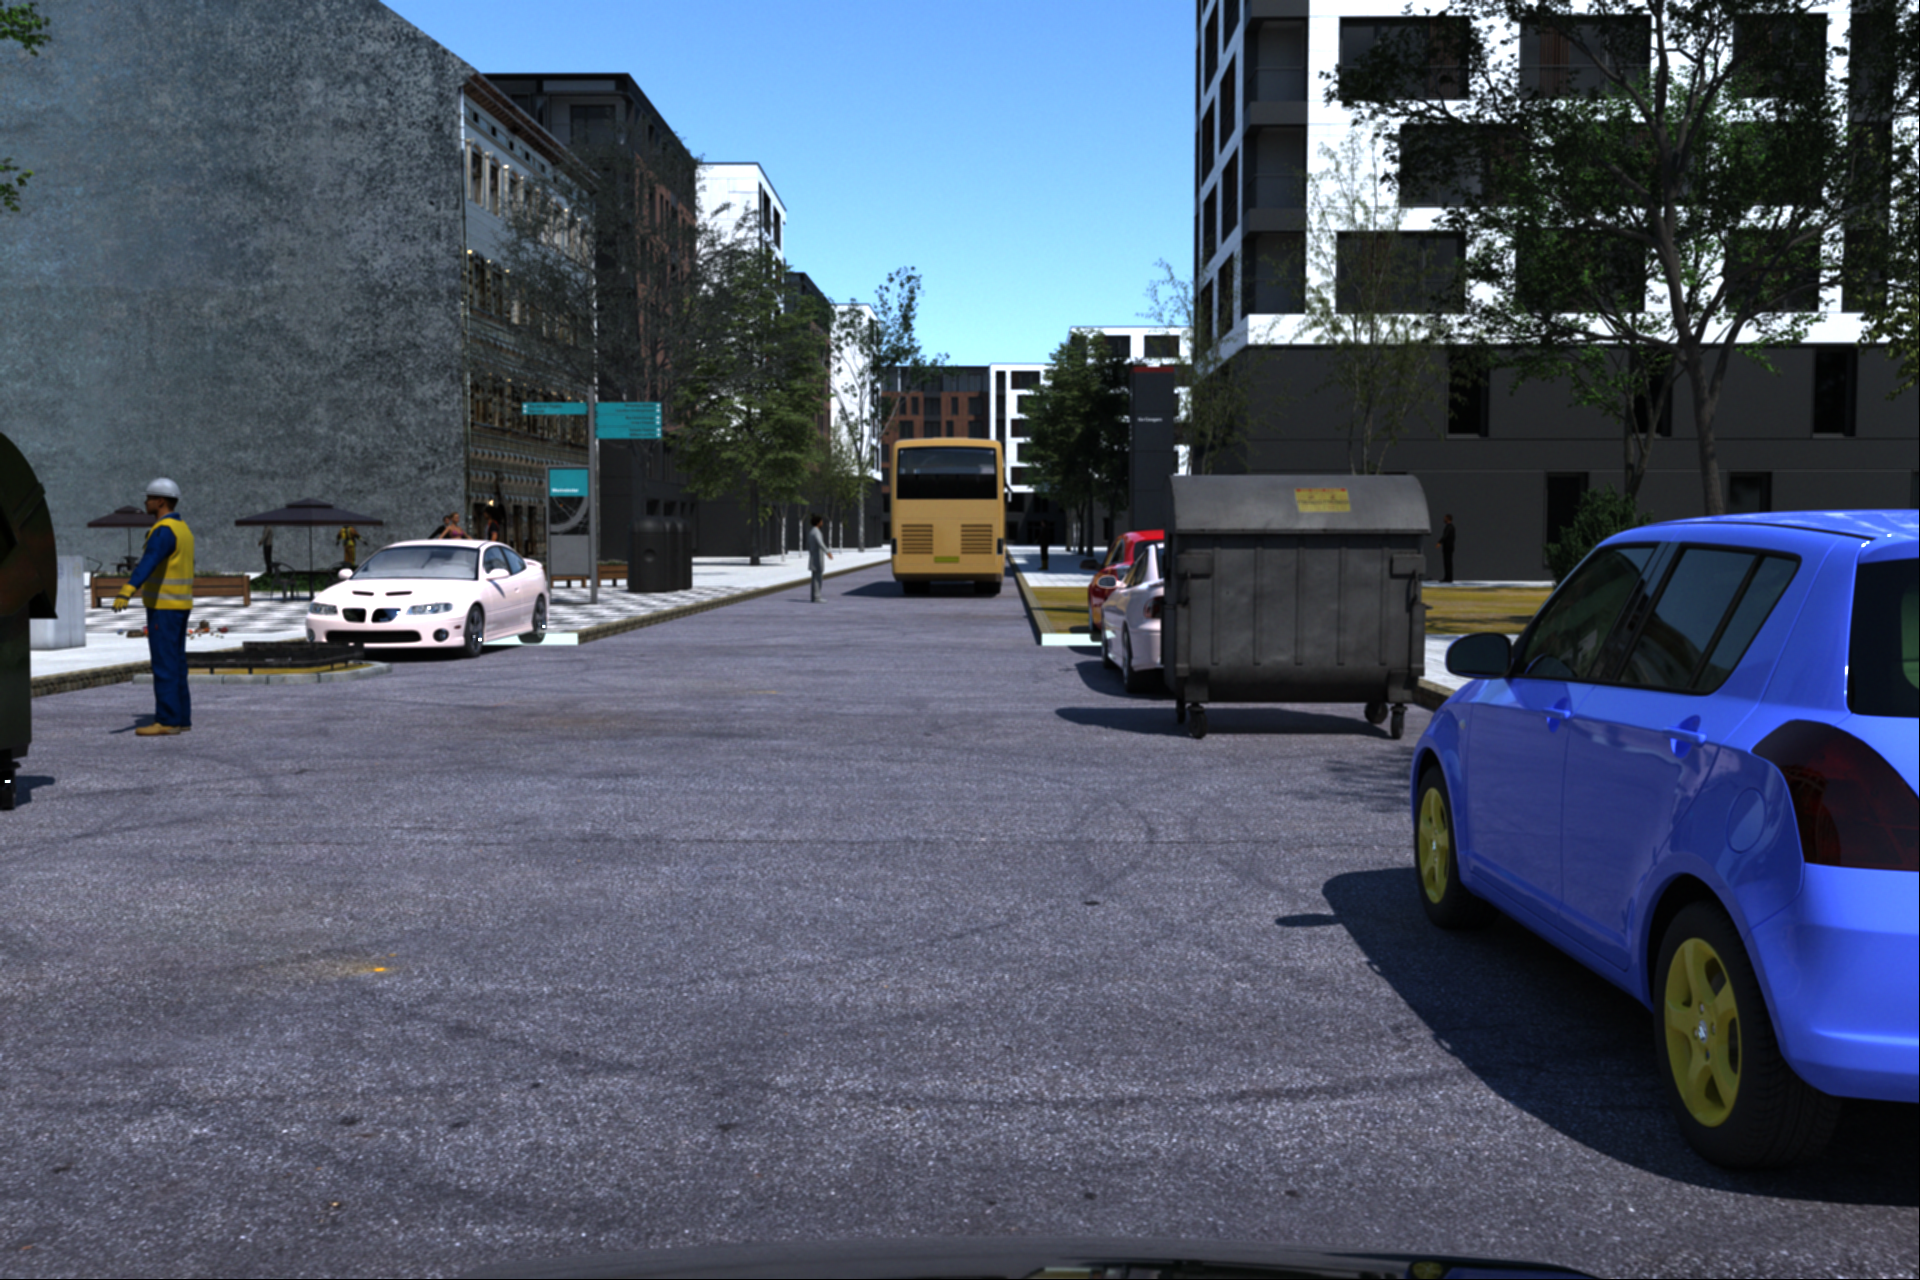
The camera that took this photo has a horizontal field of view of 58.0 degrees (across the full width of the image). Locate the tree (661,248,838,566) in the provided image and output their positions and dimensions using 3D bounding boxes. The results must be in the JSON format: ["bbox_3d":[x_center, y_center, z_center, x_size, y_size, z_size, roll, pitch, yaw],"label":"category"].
[{"bbox_3d":[-8.463,-9.228,69.000,7.486,12.596,7.792,0,3,0],"label":"tree"}]

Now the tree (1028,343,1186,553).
[{"bbox_3d":[7.332,-9.239,85.465,8.767,10.594,7.601,1,4,12],"label":"tree"}]

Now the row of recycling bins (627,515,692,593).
[{"bbox_3d":[-6.732,-1.963,39.213,1.069,1.692,3.534,0,4,3],"label":"row of recycling bins"}]

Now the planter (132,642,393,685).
[{"bbox_3d":[-6.880,0.225,17.465,1.991,0.319,1.994,0,4,2],"label":"planter"}]

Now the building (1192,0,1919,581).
[{"bbox_3d":[22.134,-13.364,62.484,27.936,21.610,32.646,0,4,2],"label":"building"}]

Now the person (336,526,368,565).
[{"bbox_3d":[-19.834,-3.092,56.325,1.354,1.858,0.705,2,4,27],"label":"person"}]

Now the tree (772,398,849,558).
[{"bbox_3d":[-8.723,-8.679,92.257,4.360,8.622,3.978,0,3,0],"label":"tree"}]

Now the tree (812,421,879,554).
[{"bbox_3d":[-7.357,-9.779,110.250,4.737,8.622,4.395,0,3,0],"label":"tree"}]

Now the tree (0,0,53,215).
[{"bbox_3d":[-13.022,-5.556,16.596,9.928,11.665,9.643,0,3,0],"label":"tree"}]

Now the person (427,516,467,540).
[{"bbox_3d":[-14.720,-2.664,49.742,1.347,1.806,0.705,-1,4,-23],"label":"person"}]

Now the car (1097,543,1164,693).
[{"bbox_3d":[2.425,-0.283,16.984,2.083,1.381,4.827,0,4,1],"label":"car"}]

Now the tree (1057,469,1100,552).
[{"bbox_3d":[7.847,-10.418,120.698,4.360,8.622,3.978,0,3,0],"label":"tree"}]

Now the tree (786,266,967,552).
[{"bbox_3d":[-5.546,-16.239,121.394,12.611,20.169,13.585,0,3,0],"label":"tree"}]

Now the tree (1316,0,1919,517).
[{"bbox_3d":[8.660,-5.224,19.828,8.767,10.594,7.601,0,4,-5],"label":"tree"}]

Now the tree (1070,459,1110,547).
[{"bbox_3d":[7.546,-9.945,112.966,4.360,8.622,3.978,0,3,0],"label":"tree"}]

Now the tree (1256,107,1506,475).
[{"bbox_3d":[6.821,-4.888,30.288,4.360,8.622,3.978,0,3,0],"label":"tree"}]

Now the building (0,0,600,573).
[{"bbox_3d":[-25.212,-14.369,65.864,19.493,23.208,18.063,0,4,2],"label":"building"}]

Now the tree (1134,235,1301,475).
[{"bbox_3d":[5.811,-5.701,43.577,4.360,8.622,3.978,0,3,0],"label":"tree"}]

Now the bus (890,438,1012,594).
[{"bbox_3d":[-0.105,-3.235,44.435,2.896,3.916,12.252,0,4,2],"label":"bus"}]

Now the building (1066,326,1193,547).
[{"bbox_3d":[25.306,-20.949,186.493,27.936,21.610,32.646,0,4,2],"label":"building"}]

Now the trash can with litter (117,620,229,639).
[{"bbox_3d":[-9.921,-0.681,22.189,1.678,1.210,2.233,0,4,1],"label":"trash can with litter"}]

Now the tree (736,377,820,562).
[{"bbox_3d":[-8.290,-7.939,80.164,4.737,8.622,4.395,0,3,0],"label":"tree"}]

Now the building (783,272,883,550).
[{"bbox_3d":[-22.051,-18.842,152.049,27.936,21.610,32.646,0,4,2],"label":"building"}]

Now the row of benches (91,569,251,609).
[{"bbox_3d":[-14.587,-0.898,30.144,4.104,0.672,1.422,-1,4,-18],"label":"row of benches"}]

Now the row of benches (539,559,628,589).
[{"bbox_3d":[-8.667,-1.632,42.148,1.422,0.672,4.104,3,4,38],"label":"row of benches"}]

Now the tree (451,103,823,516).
[{"bbox_3d":[-9.129,-8.511,49.520,12.009,13.543,11.850,0,3,0],"label":"tree"}]

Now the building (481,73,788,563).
[{"bbox_3d":[-25.038,-15.264,93.538,27.936,21.610,32.646,0,4,1],"label":"building"}]

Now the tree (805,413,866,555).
[{"bbox_3d":[-7.965,-9.442,104.746,4.360,8.622,3.978,0,3,0],"label":"tree"}]

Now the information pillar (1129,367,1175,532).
[{"bbox_3d":[2.990,-2.309,27.124,0.750,3.857,0.750,0,4,0],"label":"information pillar"}]

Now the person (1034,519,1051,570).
[{"bbox_3d":[2.992,-3.417,62.002,0.704,1.812,1.346,2,4,24],"label":"person"}]

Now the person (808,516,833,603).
[{"bbox_3d":[-2.971,-1.691,36.294,0.705,1.806,1.347,-1,4,-22],"label":"person"}]

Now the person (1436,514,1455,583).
[{"bbox_3d":[12.908,-2.426,45.895,0.704,1.802,1.346,2,4,31],"label":"person"}]

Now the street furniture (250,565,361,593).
[{"bbox_3d":[-13.958,-1.639,42.420,5.734,0.657,10.072,0,4,-4],"label":"street furniture"}]

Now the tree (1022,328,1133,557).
[{"bbox_3d":[6.846,-10.877,95.966,7.486,12.596,7.792,0,3,0],"label":"tree"}]

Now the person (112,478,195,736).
[{"bbox_3d":[-5.734,-0.246,12.450,0.705,1.833,1.349,0,4,-7],"label":"person"}]

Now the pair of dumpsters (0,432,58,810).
[{"bbox_3d":[-6.967,-0.214,8.453,4.436,2.255,1.574,0,4,1],"label":"pair of dumpsters"}]

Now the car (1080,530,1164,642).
[{"bbox_3d":[2.618,-0.782,21.828,2.155,1.783,4.494,0,3,0],"label":"car"}]

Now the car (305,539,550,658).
[{"bbox_3d":[-6.467,-0.558,21.493,2.083,1.381,4.827,0,4,2],"label":"car"}]

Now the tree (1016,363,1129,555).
[{"bbox_3d":[7.372,-11.046,106.356,9.928,11.665,9.643,0,3,0],"label":"tree"}]

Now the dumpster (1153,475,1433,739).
[{"bbox_3d":[2.376,-0.267,12.578,1.865,1.857,1.264,0,4,1],"label":"dumpster"}]

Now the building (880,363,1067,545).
[{"bbox_3d":[0.967,-22.823,219.593,32.646,21.610,27.936,0,4,-2],"label":"building"}]

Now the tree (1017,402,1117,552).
[{"bbox_3d":[8.060,-12.329,127.331,9.928,11.665,9.643,0,3,0],"label":"tree"}]

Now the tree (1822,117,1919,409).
[{"bbox_3d":[16.740,-4.829,29.315,4.737,8.622,4.395,0,3,0],"label":"tree"}]

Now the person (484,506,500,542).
[{"bbox_3d":[-8.927,-1.635,32.883,0.704,1.843,1.345,-1,4,-20],"label":"person"}]

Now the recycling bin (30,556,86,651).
[{"bbox_3d":[-10.329,-0.419,19.398,0.722,1.027,0.722,0,4,2],"label":"recycling bin"}]

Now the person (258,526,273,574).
[{"bbox_3d":[-21.783,-2.953,54.406,0.705,1.813,1.348,-1,4,-10],"label":"person"}]

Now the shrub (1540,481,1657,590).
[{"bbox_3d":[9.534,-1.320,25.630,1.661,2.075,1.752,0,3,0],"label":"shrub"}]

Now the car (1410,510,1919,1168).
[{"bbox_3d":[2.535,0.268,5.204,1.945,1.707,3.694,0,4,1],"label":"car"}]

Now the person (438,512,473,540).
[{"bbox_3d":[-10.385,-1.777,35.853,0.721,1.733,1.217,2,4,32],"label":"person"}]

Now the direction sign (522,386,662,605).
[{"bbox_3d":[-6.627,-2.638,31.900,2.525,3.948,1.411,0,4,2],"label":"direction sign"}]

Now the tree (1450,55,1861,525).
[{"bbox_3d":[14.764,-6.833,37.482,9.928,11.665,9.643,0,3,0],"label":"tree"}]
